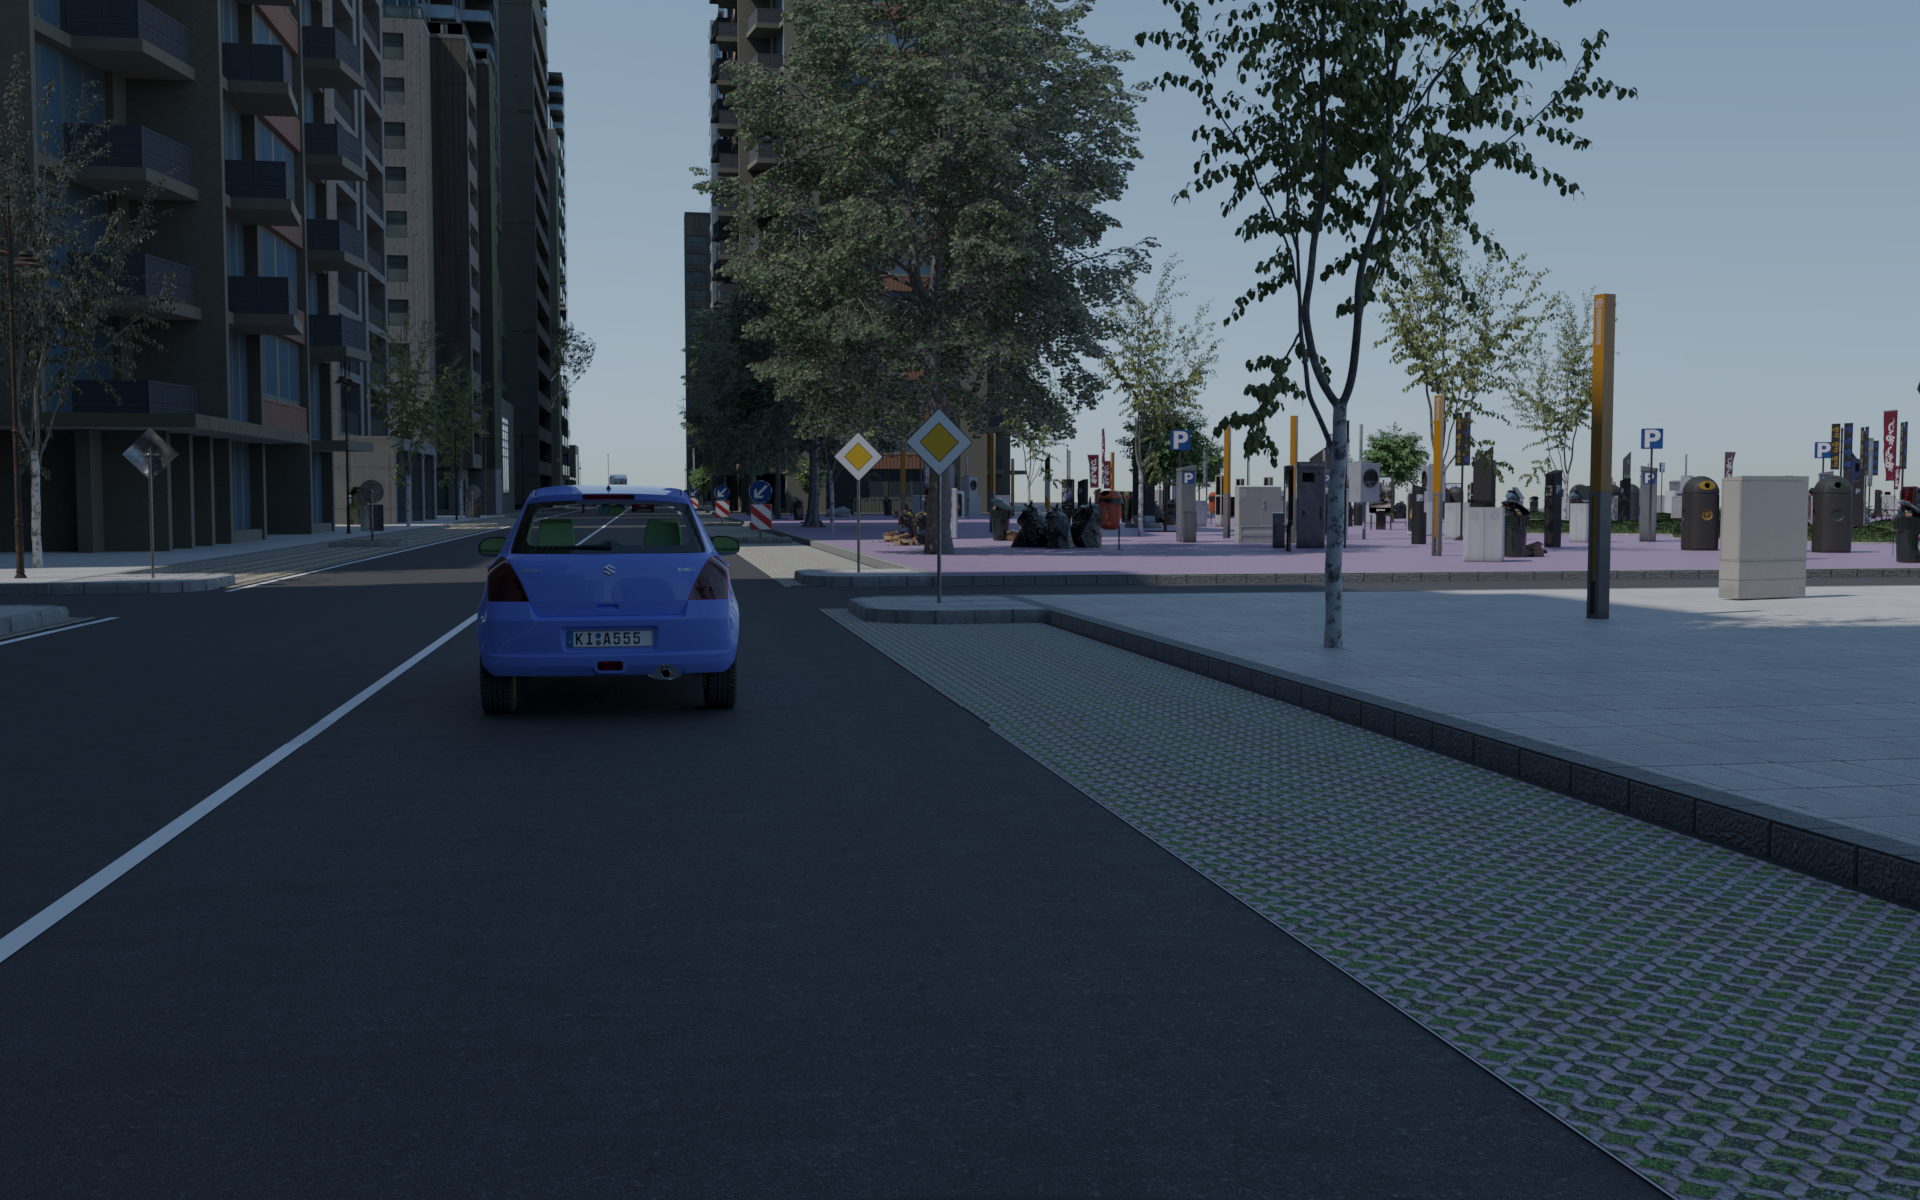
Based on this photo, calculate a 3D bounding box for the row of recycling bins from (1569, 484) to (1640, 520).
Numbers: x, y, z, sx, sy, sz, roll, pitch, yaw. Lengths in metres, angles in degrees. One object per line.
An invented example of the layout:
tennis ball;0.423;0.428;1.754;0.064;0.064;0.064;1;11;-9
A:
row of recycling bins;26.199;-3.876;70.488;1.069;1.692;3.534;-2;4;-25

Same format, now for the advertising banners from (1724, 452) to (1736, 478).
advertising banners;31.073;-4.603;71.440;2.074;3.025;0.090;-1;4;-14

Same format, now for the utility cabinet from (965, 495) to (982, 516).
utility cabinet;0.794;-5.660;103.708;1.020;1.237;0.306;-2;4;-32

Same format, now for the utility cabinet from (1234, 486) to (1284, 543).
utility cabinet;7.759;-2.227;45.083;1.173;1.500;0.318;-1;4;-14

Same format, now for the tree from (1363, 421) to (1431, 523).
tree;19.569;-5.776;78.145;4.285;4.588;4.351;0;3;0

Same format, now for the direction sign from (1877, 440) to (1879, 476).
direction sign;38.637;-4.988;73.550;0.379;3.537;0.876;-1;4;-14

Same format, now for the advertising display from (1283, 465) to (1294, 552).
advertising display;7.385;-2.064;38.957;0.123;1.923;0.974;0;4;5

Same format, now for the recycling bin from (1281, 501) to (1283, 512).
recycling bin;11.763;-3.185;64.636;0.722;1.027;0.722;-3;5;-43

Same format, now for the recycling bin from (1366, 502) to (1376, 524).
recycling bin;17.944;-3.817;74.958;0.722;1.027;0.722;2;4;26

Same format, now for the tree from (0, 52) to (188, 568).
tree;-15.878;-4.872;30.016;4.360;8.622;3.978;0;3;0

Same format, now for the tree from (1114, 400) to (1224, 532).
tree;6.917;-4.596;58.865;4.285;4.588;4.351;0;3;0

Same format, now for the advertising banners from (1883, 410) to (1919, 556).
advertising banners;19.394;-2.397;35.379;0.090;3.025;2.074;0;4;-1

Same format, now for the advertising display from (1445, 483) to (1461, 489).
advertising display;28.406;-5.775;99.634;0.974;1.923;0.123;1;4;23

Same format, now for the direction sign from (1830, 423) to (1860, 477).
direction sign;28.176;-3.878;55.408;0.379;3.537;0.876;-1;4;-16

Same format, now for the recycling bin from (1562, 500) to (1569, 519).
recycling bin;27.457;-4.000;77.957;0.722;1.027;0.722;2;4;30

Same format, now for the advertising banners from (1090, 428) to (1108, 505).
advertising banners;3.772;-3.102;46.912;0.090;3.025;2.074;0;4;-2

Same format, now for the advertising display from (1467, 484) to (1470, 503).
advertising display;32.983;-6.462;110.865;0.974;1.923;0.123;2;4;24

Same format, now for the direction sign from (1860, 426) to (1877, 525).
direction sign;30.458;-4.061;58.396;0.379;3.537;0.876;1;4;13

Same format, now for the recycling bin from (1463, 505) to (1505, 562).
recycling bin;9.958;-1.247;32.938;0.722;1.027;0.722;1;4;14

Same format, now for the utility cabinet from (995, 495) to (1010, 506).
utility cabinet;2.057;-4.678;87.648;1.020;1.237;0.306;-3;5;-43

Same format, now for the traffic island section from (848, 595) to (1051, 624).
traffic island section;-0.227;0.115;20.409;2.009;0.180;2.903;-1;4;-10

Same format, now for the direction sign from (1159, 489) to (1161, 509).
direction sign;8.481;-4.981;73.443;0.876;3.537;0.379;0;4;-2

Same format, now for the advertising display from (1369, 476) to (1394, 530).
advertising display;15.138;-3.489;62.253;0.123;1.923;0.974;-3;5;-41

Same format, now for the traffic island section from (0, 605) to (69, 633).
traffic island section;-10.900;0.231;18.510;2.009;0.180;2.903;-1;4;-10

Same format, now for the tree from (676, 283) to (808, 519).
tree;-9.164;-10.848;87.742;12.009;13.543;11.850;0;3;0

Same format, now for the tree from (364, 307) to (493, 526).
tree;-21.936;-7.270;69.227;4.737;8.622;4.395;0;3;0

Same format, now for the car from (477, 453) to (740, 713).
car;-2.569;-0.193;12.740;1.945;1.707;3.694;-1;4;-11

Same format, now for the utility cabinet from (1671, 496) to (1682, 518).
utility cabinet;28.428;-3.467;67.854;1.020;1.237;0.306;1;4;15

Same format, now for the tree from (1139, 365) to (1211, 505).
tree;11.679;-8.987;97.305;4.360;8.622;3.978;0;3;0

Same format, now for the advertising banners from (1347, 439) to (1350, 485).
advertising banners;12.018;-3.549;54.210;0.090;3.025;2.074;1;4;23

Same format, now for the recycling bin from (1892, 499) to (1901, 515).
recycling bin;48.092;-4.638;88.377;0.722;1.027;0.722;0;4;5

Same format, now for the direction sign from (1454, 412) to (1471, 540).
direction sign;13.909;-3.423;47.959;0.379;3.537;0.876;-1;4;-9

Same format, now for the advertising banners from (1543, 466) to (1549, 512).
advertising banners;33.430;-6.274;98.770;0.090;3.025;2.074;1;4;14

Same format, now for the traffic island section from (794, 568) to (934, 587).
traffic island section;-1.634;-0.366;28.269;2.009;0.180;2.903;-1;4;-10

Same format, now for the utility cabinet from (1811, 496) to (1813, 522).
utility cabinet;27.376;-2.704;55.379;0.306;1.237;1.020;2;4;25

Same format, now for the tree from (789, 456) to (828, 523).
tree;-6.600;-5.063;77.383;1.663;3.219;1.824;0;3;0

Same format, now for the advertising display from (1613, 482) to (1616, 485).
advertising display;33.850;-5.233;90.775;0.974;1.923;0.123;3;5;40

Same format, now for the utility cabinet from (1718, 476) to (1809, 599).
utility cabinet;9.813;-0.764;21.162;1.173;1.500;0.318;-2;4;-26

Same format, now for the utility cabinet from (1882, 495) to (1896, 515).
utility cabinet;53.940;-5.492;100.951;0.306;1.237;1.020;-3;5;-43

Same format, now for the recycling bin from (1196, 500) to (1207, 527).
recycling bin;9.307;-3.434;68.701;0.722;1.027;0.722;-2;4;-32

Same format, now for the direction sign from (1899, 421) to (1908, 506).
direction sign;29.581;-3.814;54.357;0.379;3.537;0.876;1;4;17

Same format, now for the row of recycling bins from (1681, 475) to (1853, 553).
row of recycling bins;18.017;-1.937;38.782;3.534;1.692;1.069;2;4;33

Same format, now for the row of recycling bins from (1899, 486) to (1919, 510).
row of recycling bins;50.069;-5.147;91.264;1.069;1.692;3.534;2;4;24

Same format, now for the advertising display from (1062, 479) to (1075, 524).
advertising display;4.624;-4.216;74.138;0.123;1.923;0.974;-2;4;-24

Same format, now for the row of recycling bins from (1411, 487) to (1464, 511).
row of recycling bins;26.226;-5.402;95.443;3.534;1.692;1.069;-2;4;-27

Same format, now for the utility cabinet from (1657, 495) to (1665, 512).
utility cabinet;39.407;-5.262;97.191;1.020;1.237;0.306;1;4;9

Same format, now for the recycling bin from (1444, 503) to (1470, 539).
recycling bin;14.267;-2.252;49.374;0.722;1.027;0.722;2;4;33

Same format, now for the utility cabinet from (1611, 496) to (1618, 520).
utility cabinet;24.546;-3.299;65.098;0.306;1.237;1.020;1;4;22

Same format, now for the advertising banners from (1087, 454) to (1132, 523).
advertising banners;6.645;-4.912;76.494;2.074;3.025;0.090;0;4;1

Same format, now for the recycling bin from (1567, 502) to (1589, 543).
recycling bin;16.745;-2.053;46.123;0.722;1.027;0.722;-1;4;-15

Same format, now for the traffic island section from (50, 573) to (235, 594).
traffic island section;-12.307;-0.250;26.371;2.009;0.180;2.903;-1;4;-10

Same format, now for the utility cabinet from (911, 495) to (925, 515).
utility cabinet;-2.306;-5.413;99.664;1.020;1.237;0.306;2;4;28

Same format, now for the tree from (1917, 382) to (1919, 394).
tree;5.055;-3.414;6.180;4.737;8.622;4.395;0;3;0

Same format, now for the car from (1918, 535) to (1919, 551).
car;18.519;-1.209;28.439;5.304;1.827;2.281;-1;4;-11

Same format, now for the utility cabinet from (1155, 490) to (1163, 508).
utility cabinet;9.785;-4.877;88.423;1.173;1.500;0.318;3;5;44

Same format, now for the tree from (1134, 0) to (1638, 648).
tree;3.296;-3.919;14.432;4.737;8.622;4.395;0;3;0

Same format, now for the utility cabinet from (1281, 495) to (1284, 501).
utility cabinet;18.081;-5.323;98.184;1.020;1.237;0.306;2;4;26

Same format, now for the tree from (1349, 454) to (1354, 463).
tree;18.505;-5.384;82.636;1.663;3.219;1.824;0;3;0
